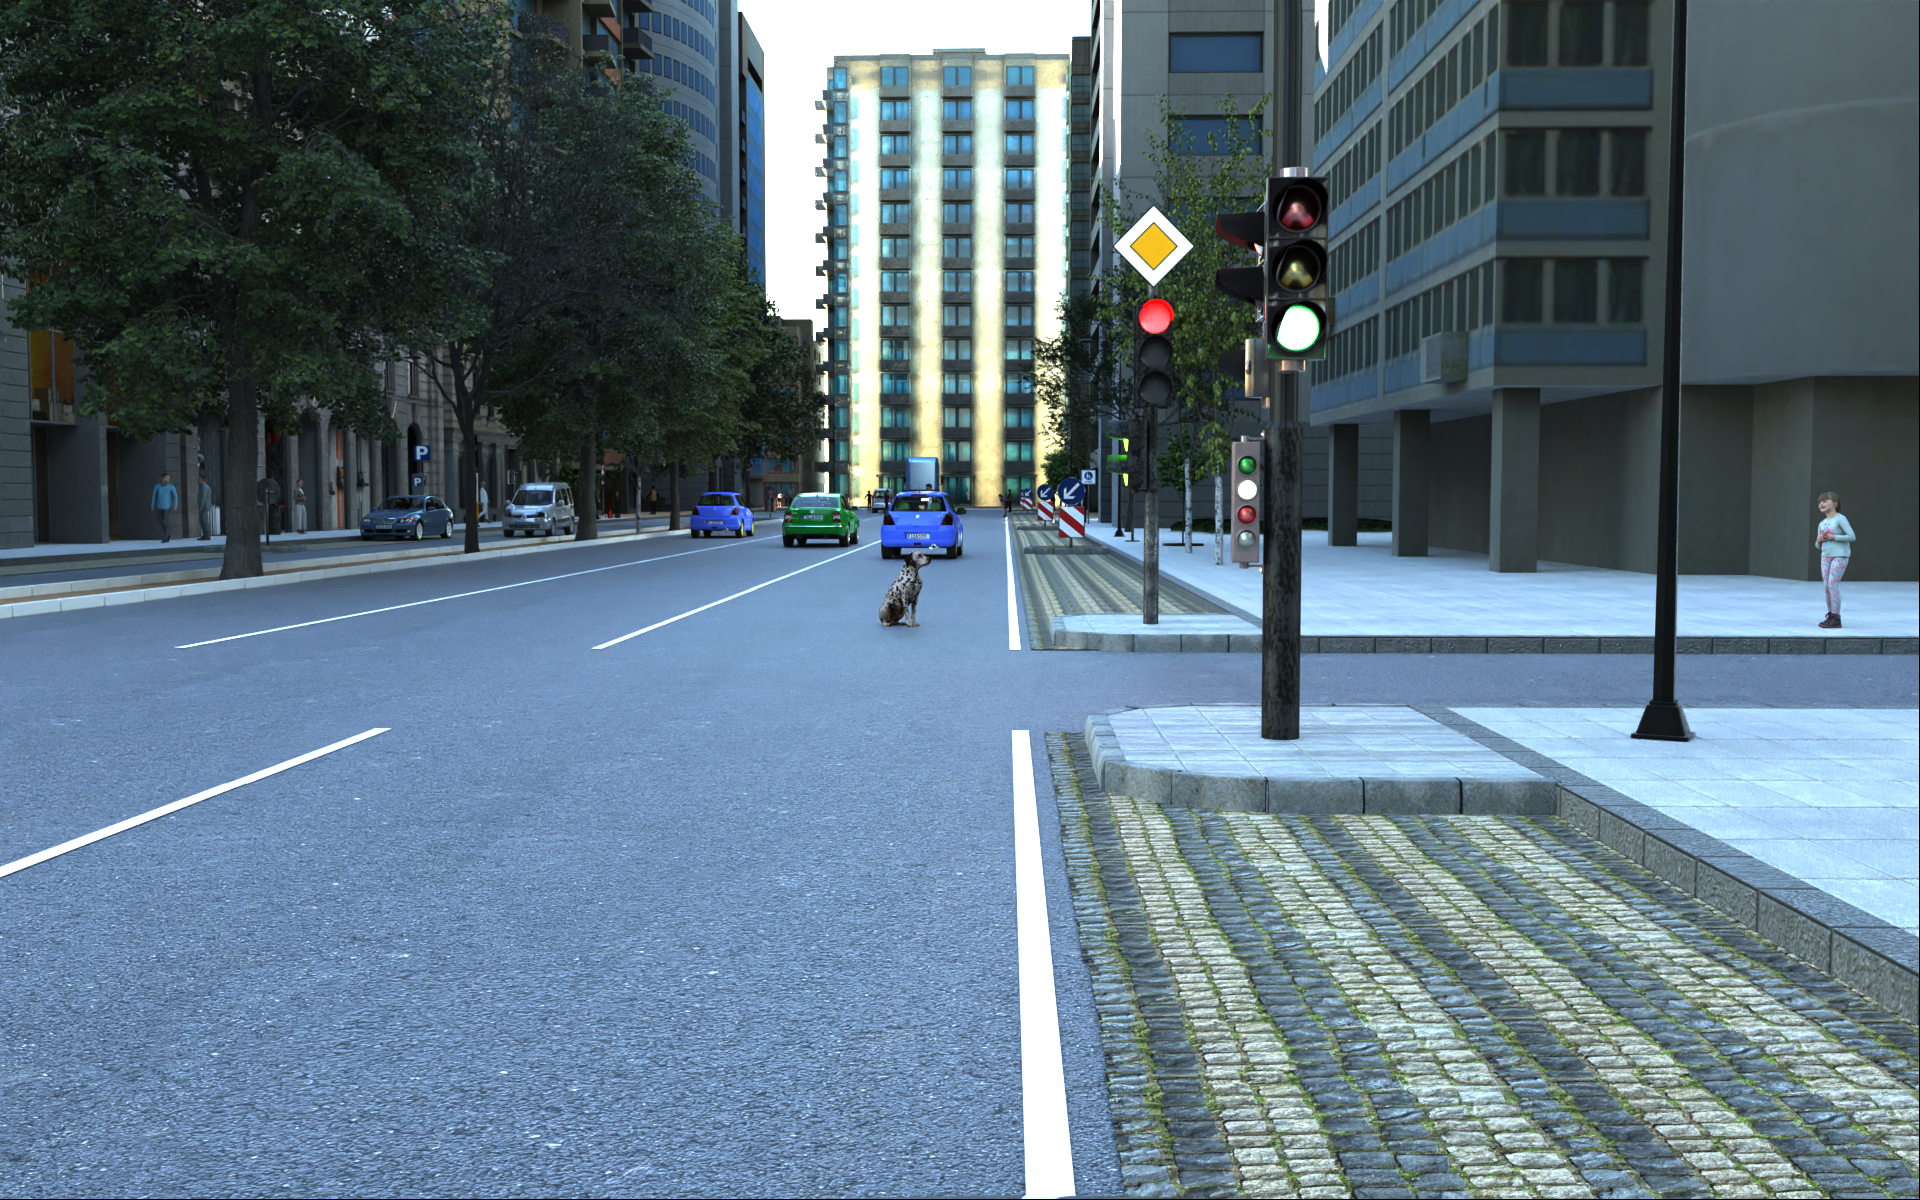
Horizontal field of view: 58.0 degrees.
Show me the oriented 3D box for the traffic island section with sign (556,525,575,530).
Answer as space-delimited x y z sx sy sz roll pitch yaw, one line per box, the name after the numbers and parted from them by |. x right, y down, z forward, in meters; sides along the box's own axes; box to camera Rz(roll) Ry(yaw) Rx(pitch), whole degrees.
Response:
-16.644 -3.750 69.947 1.989 1.847 2.006 0 4 1 | traffic island section with sign

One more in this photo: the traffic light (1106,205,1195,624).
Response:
1.868 -1.718 17.016 0.839 4.253 0.868 0 4 1 | traffic light

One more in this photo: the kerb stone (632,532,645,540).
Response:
-10.136 -1.968 54.377 0.120 0.150 1.000 0 4 1 | kerb stone

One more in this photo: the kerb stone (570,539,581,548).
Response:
-10.348 -1.467 46.183 0.120 0.150 1.000 0 4 1 | kerb stone

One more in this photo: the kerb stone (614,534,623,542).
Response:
-10.224 -1.780 51.295 0.120 0.150 1.000 0 4 1 | kerb stone

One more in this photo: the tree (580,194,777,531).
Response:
-10.745 -8.815 64.715 7.486 12.596 7.792 0 3 0 | tree

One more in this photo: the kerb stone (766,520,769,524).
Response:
-9.392 -3.725 83.106 0.120 0.150 1.000 0 4 1 | kerb stone

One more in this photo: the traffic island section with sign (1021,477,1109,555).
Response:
2.547 -2.024 41.720 1.989 1.847 2.006 0 4 1 | traffic island section with sign

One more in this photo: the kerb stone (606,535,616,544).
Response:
-10.243 -1.716 50.273 0.120 0.150 1.000 0 4 1 | kerb stone

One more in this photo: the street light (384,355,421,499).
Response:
-18.720 -5.235 58.134 1.470 5.913 1.316 0 4 1 | street light

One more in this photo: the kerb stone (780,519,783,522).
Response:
-9.260 -4.039 88.240 0.120 0.150 1.000 0 4 1 | kerb stone

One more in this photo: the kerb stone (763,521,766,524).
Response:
-9.419 -3.662 82.068 0.120 0.150 1.000 0 4 1 | kerb stone

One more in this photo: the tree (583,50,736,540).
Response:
-11.061 -8.674 50.933 9.857 13.997 8.962 0 3 0 | tree

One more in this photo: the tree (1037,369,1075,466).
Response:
6.634 -8.903 95.918 4.360 8.622 3.978 0 3 0 | tree

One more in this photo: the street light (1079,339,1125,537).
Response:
4.266 -4.862 52.039 1.470 5.913 1.316 0 4 1 | street light

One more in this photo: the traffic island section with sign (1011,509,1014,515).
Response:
4.543 -6.743 118.871 1.989 1.847 2.006 0 4 1 | traffic island section with sign

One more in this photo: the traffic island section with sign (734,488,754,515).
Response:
-15.348 -6.829 120.285 1.989 1.847 2.006 0 4 1 | traffic island section with sign

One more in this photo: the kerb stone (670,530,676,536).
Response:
-10.016 -2.282 59.504 0.120 0.150 1.000 0 4 1 | kerb stone

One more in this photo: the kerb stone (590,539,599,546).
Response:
-10.295 -1.592 48.226 0.120 0.150 1.000 0 4 1 | kerb stone

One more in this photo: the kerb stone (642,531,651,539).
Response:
-10.119 -2.031 55.406 0.120 0.150 1.000 0 4 1 | kerb stone

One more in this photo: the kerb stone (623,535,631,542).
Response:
-10.195 -1.839 52.325 0.120 0.150 1.000 0 4 1 | kerb stone

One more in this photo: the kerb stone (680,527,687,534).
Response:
-9.951 -2.407 61.551 0.120 0.150 1.000 0 4 1 | kerb stone

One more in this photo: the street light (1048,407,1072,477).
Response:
5.374 -7.312 92.097 1.470 5.913 1.316 0 4 1 | street light

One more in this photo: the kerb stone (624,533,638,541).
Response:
-10.169 -1.903 53.349 0.120 0.150 1.000 0 4 1 | kerb stone

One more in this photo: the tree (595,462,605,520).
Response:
-18.649 -5.648 86.949 1.663 3.219 1.824 0 3 0 | tree

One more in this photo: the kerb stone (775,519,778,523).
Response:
-9.312 -3.914 86.184 0.120 0.150 1.000 0 4 1 | kerb stone

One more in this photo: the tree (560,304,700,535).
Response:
-10.933 -6.484 58.826 4.360 8.622 3.978 0 3 0 | tree

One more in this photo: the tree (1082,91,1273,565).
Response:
4.442 -4.933 31.022 4.737 8.622 4.395 0 3 0 | tree

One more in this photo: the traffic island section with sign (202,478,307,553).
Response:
-17.346 -2.093 42.849 1.989 1.847 2.006 0 4 1 | traffic island section with sign

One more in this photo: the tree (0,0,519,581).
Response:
-11.830 -7.283 28.189 9.857 13.997 8.962 0 3 0 | tree

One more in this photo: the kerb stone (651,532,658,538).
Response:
-10.091 -2.094 56.428 0.120 0.150 1.000 0 4 1 | kerb stone

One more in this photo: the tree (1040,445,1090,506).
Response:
6.684 -7.769 110.738 4.285 4.588 4.351 0 3 0 | tree

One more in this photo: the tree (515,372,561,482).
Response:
-18.647 -7.792 77.765 4.360 8.622 3.978 0 3 0 | tree

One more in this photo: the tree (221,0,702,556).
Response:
-11.171 -7.729 39.202 12.009 13.543 11.850 0 3 0 | tree

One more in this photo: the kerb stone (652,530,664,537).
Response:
-10.065 -2.157 57.458 0.120 0.150 1.000 0 4 1 | kerb stone

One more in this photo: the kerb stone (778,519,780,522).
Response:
-9.292 -3.977 87.216 0.120 0.150 1.000 0 4 1 | kerb stone

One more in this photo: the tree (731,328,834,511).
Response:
-10.224 -9.016 84.287 8.767 10.594 7.601 0 4 1 | tree

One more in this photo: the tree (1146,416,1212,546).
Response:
5.420 -2.961 43.017 1.663 3.219 1.824 0 3 0 | tree

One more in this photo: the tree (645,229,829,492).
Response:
-10.659 -9.482 74.491 9.611 12.733 9.660 0 3 0 | tree

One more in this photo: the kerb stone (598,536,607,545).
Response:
-10.271 -1.655 49.248 0.120 0.150 1.000 0 4 1 | kerb stone

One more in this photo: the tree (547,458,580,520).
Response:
-19.106 -5.495 84.446 1.663 3.219 1.824 0 3 0 | tree

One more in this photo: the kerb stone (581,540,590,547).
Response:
-10.320 -1.530 47.205 0.120 0.150 1.000 0 4 1 | kerb stone

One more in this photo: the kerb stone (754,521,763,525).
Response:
-9.449 -3.599 81.046 0.120 0.150 1.000 0 4 1 | kerb stone

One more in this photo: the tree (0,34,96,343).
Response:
-12.175 -4.076 19.468 4.360 8.622 3.978 0 3 0 | tree

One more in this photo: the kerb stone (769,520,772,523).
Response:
-9.369 -3.788 84.134 0.120 0.150 1.000 0 4 1 | kerb stone

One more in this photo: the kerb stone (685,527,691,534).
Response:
-9.933 -2.470 62.580 0.120 0.150 1.000 0 4 1 | kerb stone

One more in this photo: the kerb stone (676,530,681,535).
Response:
-9.981 -2.345 60.529 0.120 0.150 1.000 0 4 1 | kerb stone

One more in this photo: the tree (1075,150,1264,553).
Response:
5.043 -5.315 37.255 4.360 8.622 3.978 0 3 0 | tree

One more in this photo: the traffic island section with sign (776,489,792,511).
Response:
-14.627 -8.522 147.963 1.989 1.847 2.006 0 4 1 | traffic island section with sign

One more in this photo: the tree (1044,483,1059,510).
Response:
7.458 -8.866 139.567 1.663 3.219 1.824 0 3 0 | tree

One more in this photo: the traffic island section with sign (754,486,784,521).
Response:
-10.202 -5.146 92.265 2.006 1.907 1.989 0 4 1 | traffic island section with sign

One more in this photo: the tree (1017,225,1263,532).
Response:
5.863 -7.562 58.044 8.767 10.594 7.601 -2 4 -28 | tree

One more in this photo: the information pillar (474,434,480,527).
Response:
-18.828 -4.635 67.129 0.183 3.616 0.504 1 4 14 | information pillar

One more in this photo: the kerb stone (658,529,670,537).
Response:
-10.035 -2.219 58.482 0.120 0.150 1.000 0 4 1 | kerb stone

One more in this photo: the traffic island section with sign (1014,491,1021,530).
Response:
3.256 -3.672 68.665 1.989 1.847 2.006 0 4 1 | traffic island section with sign

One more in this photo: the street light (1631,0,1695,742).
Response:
3.171 -2.229 8.982 1.470 5.913 1.316 0 4 1 | street light

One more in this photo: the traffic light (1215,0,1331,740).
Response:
-0.431 -2.097 8.946 4.771 5.953 1.251 0 4 1 | traffic light

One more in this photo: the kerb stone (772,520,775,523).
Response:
-9.341 -3.851 85.162 0.120 0.150 1.000 0 4 1 | kerb stone
